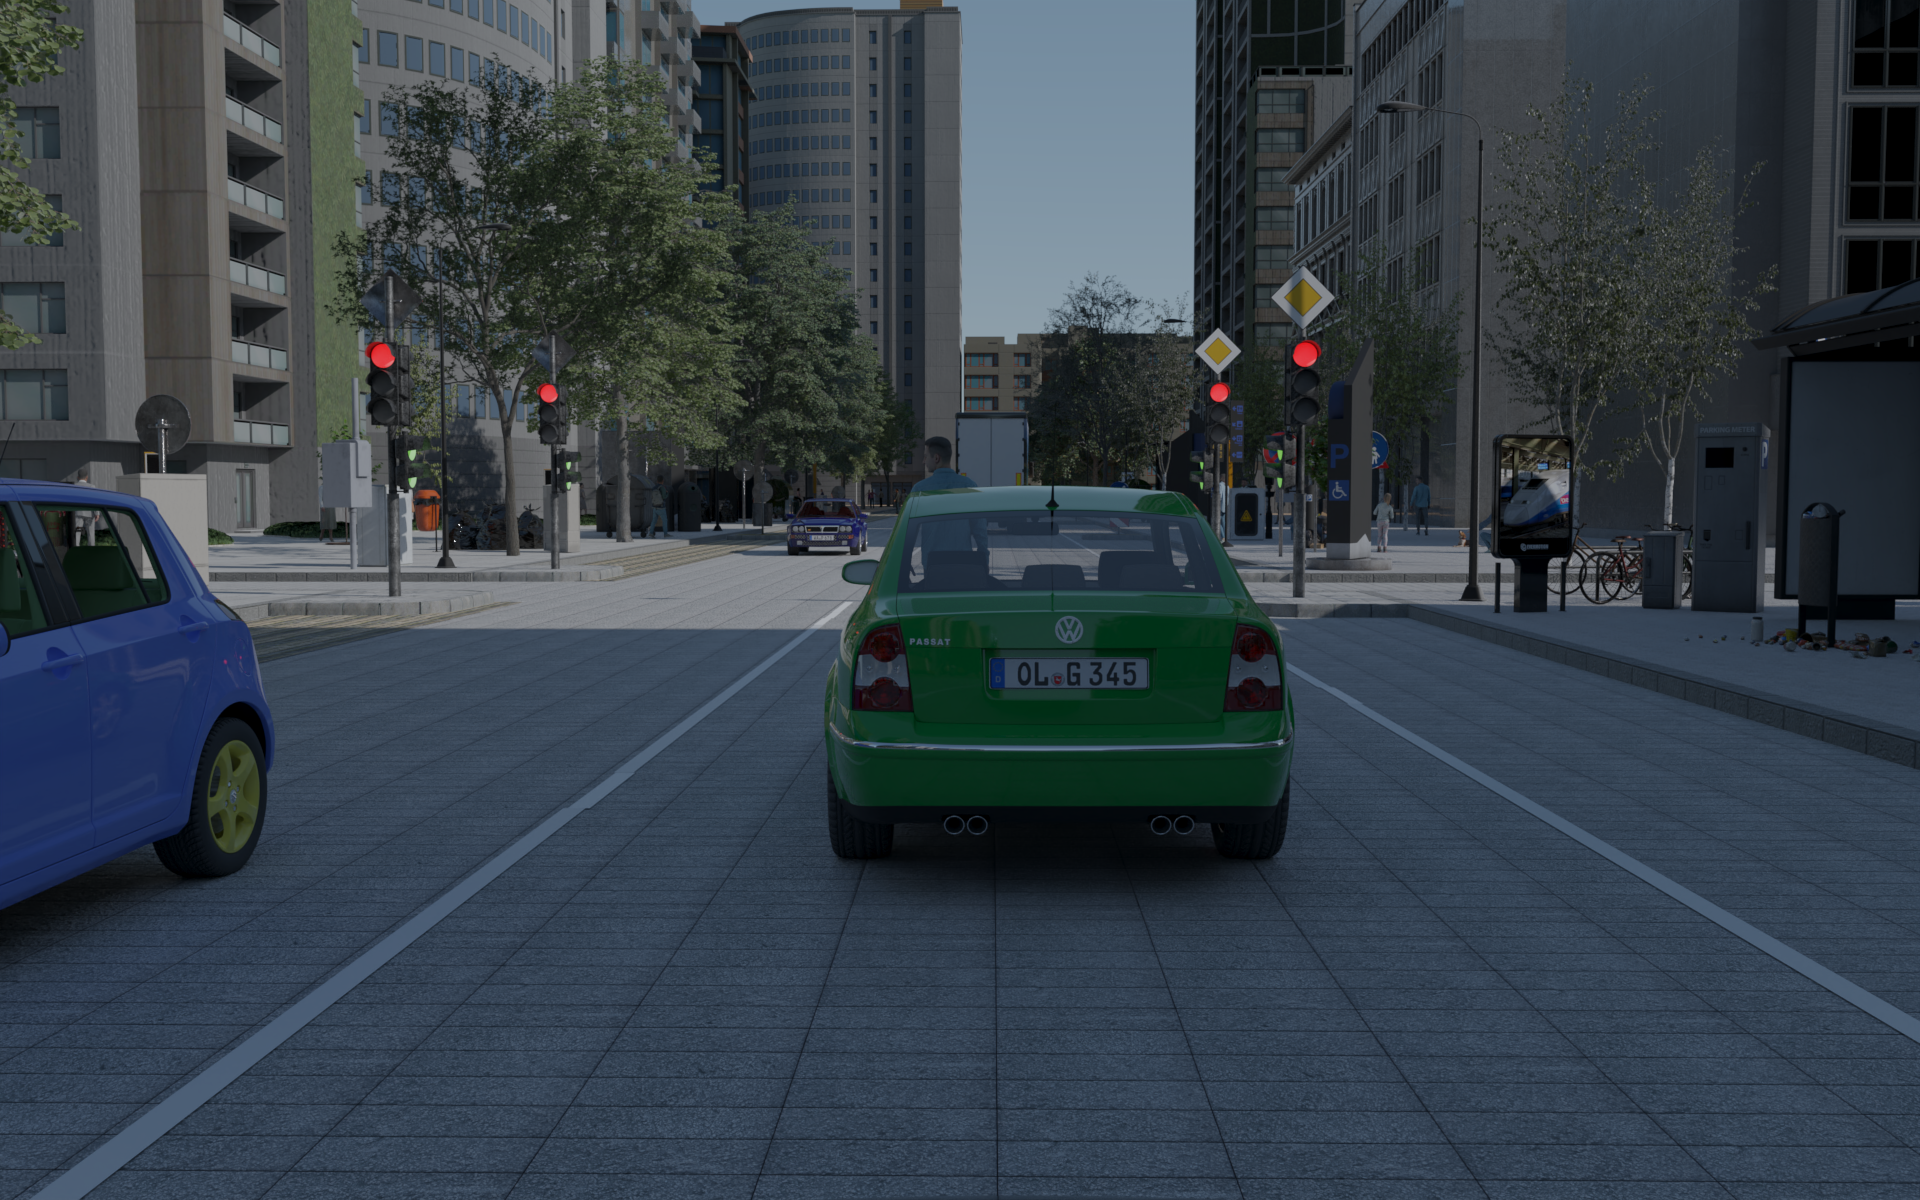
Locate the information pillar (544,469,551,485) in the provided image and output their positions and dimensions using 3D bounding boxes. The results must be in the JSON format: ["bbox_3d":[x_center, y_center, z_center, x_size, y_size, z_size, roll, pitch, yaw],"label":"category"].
[{"bbox_3d":[-12.004,-2.831,50.773,0.304,2.012,0.304,0,4,0],"label":"information pillar"}]

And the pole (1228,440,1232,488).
[{"bbox_3d":[10.210,-4.388,65.592,0.158,3.312,0.155,0,3,0],"label":"pole"}]

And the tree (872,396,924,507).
[{"bbox_3d":[-7.422,-15.241,174.940,9.928,11.665,9.643,0,3,0],"label":"tree"}]

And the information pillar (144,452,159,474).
[{"bbox_3d":[-14.156,-1.590,30.490,0.304,2.012,0.304,-1,4,-22],"label":"information pillar"}]

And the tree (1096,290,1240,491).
[{"bbox_3d":[7.320,-6.890,63.021,4.360,8.622,3.978,0,3,0],"label":"tree"}]

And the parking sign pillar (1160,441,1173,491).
[{"bbox_3d":[8.803,-5.014,70.456,1.447,3.967,1.447,1,4,15],"label":"parking sign pillar"}]

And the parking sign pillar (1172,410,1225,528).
[{"bbox_3d":[7.961,-4.113,55.719,1.447,3.967,1.447,-3,4,-38],"label":"parking sign pillar"}]

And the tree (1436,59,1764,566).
[{"bbox_3d":[10.957,-4.889,30.303,4.360,8.622,3.978,0,3,0],"label":"tree"}]

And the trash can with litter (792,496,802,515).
[{"bbox_3d":[-8.912,-5.136,95.356,0.624,1.170,1.055,1,4,22],"label":"trash can with litter"}]

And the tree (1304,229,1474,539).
[{"bbox_3d":[12.224,-6.037,49.071,4.737,8.622,4.395,0,3,0],"label":"tree"}]

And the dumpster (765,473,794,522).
[{"bbox_3d":[-8.578,-4.769,80.461,1.502,2.255,1.985,0,4,1],"label":"dumpster"}]

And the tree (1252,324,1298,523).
[{"bbox_3d":[14.531,-7.344,70.442,4.737,8.622,4.395,0,3,0],"label":"tree"}]

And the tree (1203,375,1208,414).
[{"bbox_3d":[13.884,-8.126,83.224,4.737,8.622,4.395,0,3,0],"label":"tree"}]

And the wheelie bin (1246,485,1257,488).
[{"bbox_3d":[10.251,-3.266,61.314,0.693,1.594,0.980,-3,5,-44],"label":"wheelie bin"}]

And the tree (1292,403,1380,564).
[{"bbox_3d":[6.960,-2.282,31.920,1.663,3.219,1.824,0,3,0],"label":"tree"}]

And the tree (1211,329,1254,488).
[{"bbox_3d":[13.677,-7.709,76.407,4.737,8.622,4.395,0,3,0],"label":"tree"}]

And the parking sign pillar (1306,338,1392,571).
[{"bbox_3d":[6.650,-2.510,29.518,1.447,3.967,1.447,2,4,28],"label":"parking sign pillar"}]

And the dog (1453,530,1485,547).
[{"bbox_3d":[12.314,-1.476,41.876,0.748,0.427,0.550,1,4,21],"label":"dog"}]

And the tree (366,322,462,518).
[{"bbox_3d":[-21.734,-7.219,68.389,4.737,8.622,4.395,0,3,0],"label":"tree"}]

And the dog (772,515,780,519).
[{"bbox_3d":[-9.383,-4.560,88.941,0.513,0.831,0.800,-1,4,-13],"label":"dog"}]

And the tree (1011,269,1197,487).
[{"bbox_3d":[7.914,-11.267,94.585,12.009,13.543,11.850,0,3,0],"label":"tree"}]

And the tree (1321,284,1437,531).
[{"bbox_3d":[15.255,-6.702,59.943,4.360,8.622,3.978,0,3,0],"label":"tree"}]

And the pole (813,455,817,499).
[{"bbox_3d":[-7.362,-5.754,87.929,0.158,3.312,0.155,0,3,0],"label":"pole"}]

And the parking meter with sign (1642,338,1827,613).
[{"bbox_3d":[8.411,-1.385,18.910,1.738,3.016,0.543,3,4,37],"label":"parking meter with sign"}]

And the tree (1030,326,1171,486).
[{"bbox_3d":[9.351,-12.314,118.343,9.611,12.733,9.660,0,3,0],"label":"tree"}]

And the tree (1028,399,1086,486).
[{"bbox_3d":[9.265,-12.888,145.132,8.767,10.594,7.601,-1,4,-21],"label":"tree"}]

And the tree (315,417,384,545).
[{"bbox_3d":[-15.456,-3.017,43.935,1.663,3.219,1.824,0,3,0],"label":"tree"}]

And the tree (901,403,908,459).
[{"bbox_3d":[-7.669,-13.722,142.473,7.486,12.596,7.792,0,3,0],"label":"tree"}]

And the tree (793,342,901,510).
[{"bbox_3d":[-8.335,-12.460,121.842,7.486,12.596,7.792,0,3,0],"label":"tree"}]

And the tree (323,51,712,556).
[{"bbox_3d":[-9.261,-6.212,35.975,8.767,10.594,7.601,0,4,-2],"label":"tree"}]

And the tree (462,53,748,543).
[{"bbox_3d":[-9.327,-7.792,45.534,7.486,12.596,7.792,0,3,0],"label":"tree"}]

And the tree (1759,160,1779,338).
[{"bbox_3d":[15.051,-5.274,36.594,4.360,8.622,3.978,0,3,0],"label":"tree"}]

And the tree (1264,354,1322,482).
[{"bbox_3d":[14.566,-7.033,65.345,4.360,8.622,3.978,0,3,0],"label":"tree"}]

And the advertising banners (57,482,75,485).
[{"bbox_3d":[-10.059,-1.325,17.851,2.074,3.025,0.090,0,4,4],"label":"advertising banners"}]

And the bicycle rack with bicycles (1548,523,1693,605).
[{"bbox_3d":[8.359,-0.486,21.324,2.925,0.926,2.852,-1,4,-11],"label":"bicycle rack with bicycles"}]

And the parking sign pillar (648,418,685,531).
[{"bbox_3d":[-10.258,-4.433,60.957,1.447,3.967,1.447,2,4,29],"label":"parking sign pillar"}]

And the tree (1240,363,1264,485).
[{"bbox_3d":[15.809,-8.823,94.622,4.360,8.622,3.978,0,3,0],"label":"tree"}]

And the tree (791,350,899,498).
[{"bbox_3d":[-7.724,-10.871,112.147,8.767,10.594,7.601,1,4,22],"label":"tree"}]

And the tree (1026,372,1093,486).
[{"bbox_3d":[10.373,-16.330,173.647,9.857,13.997,8.962,0,3,0],"label":"tree"}]

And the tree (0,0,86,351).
[{"bbox_3d":[-9.548,-5.750,12.143,7.486,12.596,7.792,0,3,0],"label":"tree"}]

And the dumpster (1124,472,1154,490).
[{"bbox_3d":[7.890,-4.611,77.876,1.502,2.255,1.985,0,4,1],"label":"dumpster"}]

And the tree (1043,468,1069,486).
[{"bbox_3d":[10.175,-12.133,182.085,4.285,4.588,4.351,0,3,0],"label":"tree"}]

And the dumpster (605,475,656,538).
[{"bbox_3d":[-9.752,-2.785,51.287,1.264,1.857,1.865,0,4,1],"label":"dumpster"}]

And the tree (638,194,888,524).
[{"bbox_3d":[-8.603,-10.176,73.041,9.857,13.997,8.962,0,3,0],"label":"tree"}]
